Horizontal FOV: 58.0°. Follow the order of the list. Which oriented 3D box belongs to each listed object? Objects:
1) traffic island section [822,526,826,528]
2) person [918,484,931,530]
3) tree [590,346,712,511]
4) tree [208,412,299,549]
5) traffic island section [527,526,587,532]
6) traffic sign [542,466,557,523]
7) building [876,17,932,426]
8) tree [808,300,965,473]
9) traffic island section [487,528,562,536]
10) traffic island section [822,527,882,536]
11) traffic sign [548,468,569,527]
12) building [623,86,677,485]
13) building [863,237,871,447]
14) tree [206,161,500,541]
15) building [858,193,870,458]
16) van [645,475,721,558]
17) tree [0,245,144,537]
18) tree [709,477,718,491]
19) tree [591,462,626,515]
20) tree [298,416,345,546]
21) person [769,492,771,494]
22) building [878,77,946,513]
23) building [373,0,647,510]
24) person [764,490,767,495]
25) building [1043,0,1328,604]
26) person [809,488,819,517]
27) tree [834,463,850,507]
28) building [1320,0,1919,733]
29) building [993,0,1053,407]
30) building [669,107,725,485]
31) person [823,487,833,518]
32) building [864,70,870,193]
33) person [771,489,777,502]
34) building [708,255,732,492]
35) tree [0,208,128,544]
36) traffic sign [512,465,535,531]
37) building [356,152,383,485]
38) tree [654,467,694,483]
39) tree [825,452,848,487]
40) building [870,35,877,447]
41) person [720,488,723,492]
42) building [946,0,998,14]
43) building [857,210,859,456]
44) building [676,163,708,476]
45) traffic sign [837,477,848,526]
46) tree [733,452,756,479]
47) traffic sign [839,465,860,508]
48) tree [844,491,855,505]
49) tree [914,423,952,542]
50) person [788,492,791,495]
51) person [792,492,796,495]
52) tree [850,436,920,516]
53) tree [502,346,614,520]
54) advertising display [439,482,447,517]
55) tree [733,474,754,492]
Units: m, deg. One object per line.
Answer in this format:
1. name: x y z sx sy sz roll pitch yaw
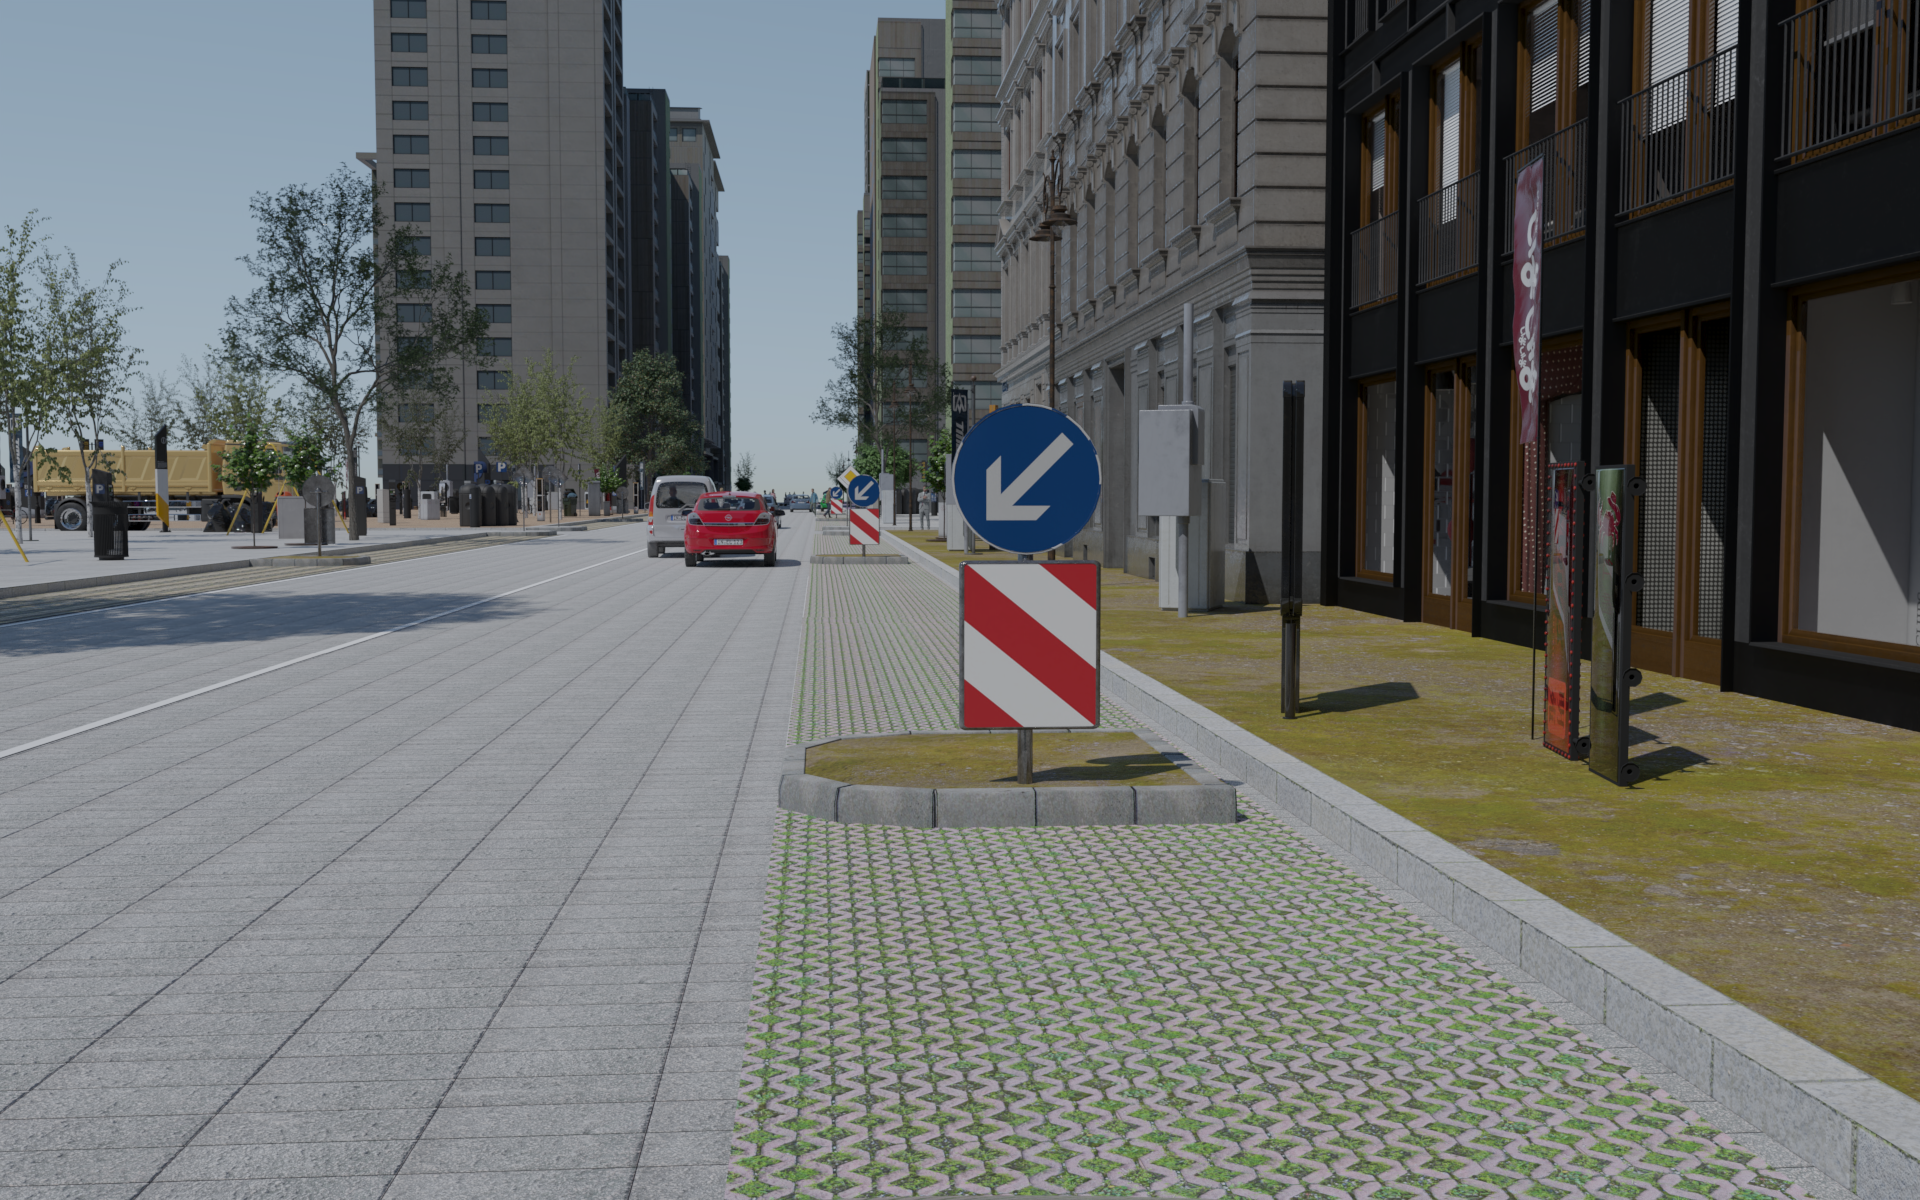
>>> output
1. traffic island section: -4.441 -2.831 68.568 2.009 0.180 2.903 0 4 -5
2. person: -1.353 -3.489 65.724 0.511 1.800 0.466 0 3 0
3. tree: -24.047 -13.301 134.486 9.611 12.733 9.660 0 3 0
4. tree: -16.681 -2.826 40.806 1.663 3.219 1.824 0 3 0
5. traffic island section: -15.695 -2.776 67.661 2.009 0.180 2.903 0 4 -5
6. traffic sign: -18.364 -4.740 77.610 0.768 2.556 0.104 0 4 3
7. building: -0.423 -28.731 153.345 14.154 41.232 14.086 0 4 -5
8. tree: -3.414 -9.056 82.473 8.767 10.594 7.601 2 4 25
9. traffic island section: -15.048 -2.289 59.702 2.009 0.180 2.903 0 4 -5
10. traffic island section: -3.793 -2.344 60.609 2.009 0.180 2.903 0 4 -5
11. traffic sign: -15.672 -3.912 67.601 0.795 2.450 0.064 0 4 -5
12. building: -35.811 -29.702 169.227 14.154 41.232 14.086 0 4 -5
13. building: -3.975 -25.982 196.502 14.160 30.474 14.107 0 4 -5
14. tree: -16.742 -6.945 47.960 8.767 10.594 7.601 0 4 0
15. building: -6.263 -33.881 237.551 14.154 41.232 14.086 0 4 -5
16. van: -6.381 -2.044 40.428 2.013 2.044 4.112 0 4 -6
17. tree: -25.824 -6.146 50.847 4.360 8.622 3.978 0 3 0
18. tree: -28.296 -12.296 195.647 1.663 3.219 1.824 0 3 0
19. tree: -21.692 -6.763 105.177 1.663 3.219 1.824 0 3 0
20. tree: -16.259 -2.982 43.362 1.663 3.219 1.824 0 3 0
21. person: -27.748 -14.947 253.019 1.348 1.807 0.705 0 4 7
22. building: 1.143 -21.556 124.142 14.160 30.474 14.107 0 4 -5
23. building: -37.868 -43.571 150.640 20.563 71.187 20.611 0 4 -5
24. person: -18.997 -9.781 168.425 0.705 1.824 1.348 -2 4 -26
25. building: 7.262 -10.985 28.752 9.793 20.994 18.267 0 4 -5
26. person: -9.174 -6.119 108.889 0.444 1.785 0.601 -3 5 -44
27. tree: -11.275 -11.930 178.774 4.285 4.588 4.351 0 3 0
28. building: 10.923 -11.145 11.902 12.332 23.373 15.834 0 4 -5
29. building: 7.211 -12.988 48.516 11.583 22.565 21.152 0 4 -5
30. building: -47.995 -39.748 239.123 28.713 52.752 27.495 0 4 -5
31. person: -7.876 -5.831 103.746 0.656 1.842 0.836 3 5 39
32. building: -7.784 -52.226 292.138 20.563 71.187 20.611 0 4 -5
33. person: -13.809 -7.325 128.275 0.388 1.821 0.555 2 4 31
34. building: -45.538 -36.968 288.027 14.154 41.232 14.086 0 4 -5
35. tree: -23.991 -5.748 44.340 4.737 8.622 4.395 0 3 0
36. traffic sign: -15.025 -3.425 59.642 0.795 2.450 0.064 0 4 -5
37. building: -45.876 -30.341 187.949 32.217 40.220 23.993 0 4 -5
38. tree: -24.595 -10.122 149.205 4.285 4.588 4.351 0 3 0
39. tree: -20.754 -21.071 294.877 4.360 8.622 3.978 0 3 0
40. building: -1.586 -31.666 167.848 14.600 45.320 14.200 0 4 -5
41. person: -13.561 -5.466 98.219 0.624 1.780 0.694 -1 4 -22
42. building: 6.027 -25.596 102.082 14.154 41.232 14.086 0 4 -5
43. building: -7.937 -34.736 251.521 14.154 41.232 14.086 0 4 -5
44. building: -38.306 -32.049 207.598 14.154 41.232 14.086 0 4 -5
45. traffic sign: -4.463 -3.966 68.489 0.795 2.450 0.064 0 4 -5
46. tree: -36.293 -20.917 292.351 4.360 8.622 3.978 0 3 0
47. traffic sign: -3.816 -3.479 60.530 0.795 2.450 0.064 0 4 -5
48. tree: -16.251 -15.643 250.365 1.663 3.219 1.824 0 3 0
49. tree: -0.203 -3.337 49.157 1.663 3.219 1.824 0 3 0
50. person: -22.907 -13.669 232.899 0.541 1.710 0.530 1 4 11
51. person: -25.799 -15.984 269.865 1.348 1.821 0.705 -2 4 -29
52. tree: -4.000 -7.178 101.075 4.285 4.588 4.351 0 3 0
53. tree: -19.885 -8.297 86.022 4.737 8.622 4.395 0 3 0
54. advertising display: -28.857 -5.596 96.712 0.123 1.923 0.974 -3 4 -36
55. tree: -35.497 -18.366 283.996 4.285 4.588 4.351 0 3 0
